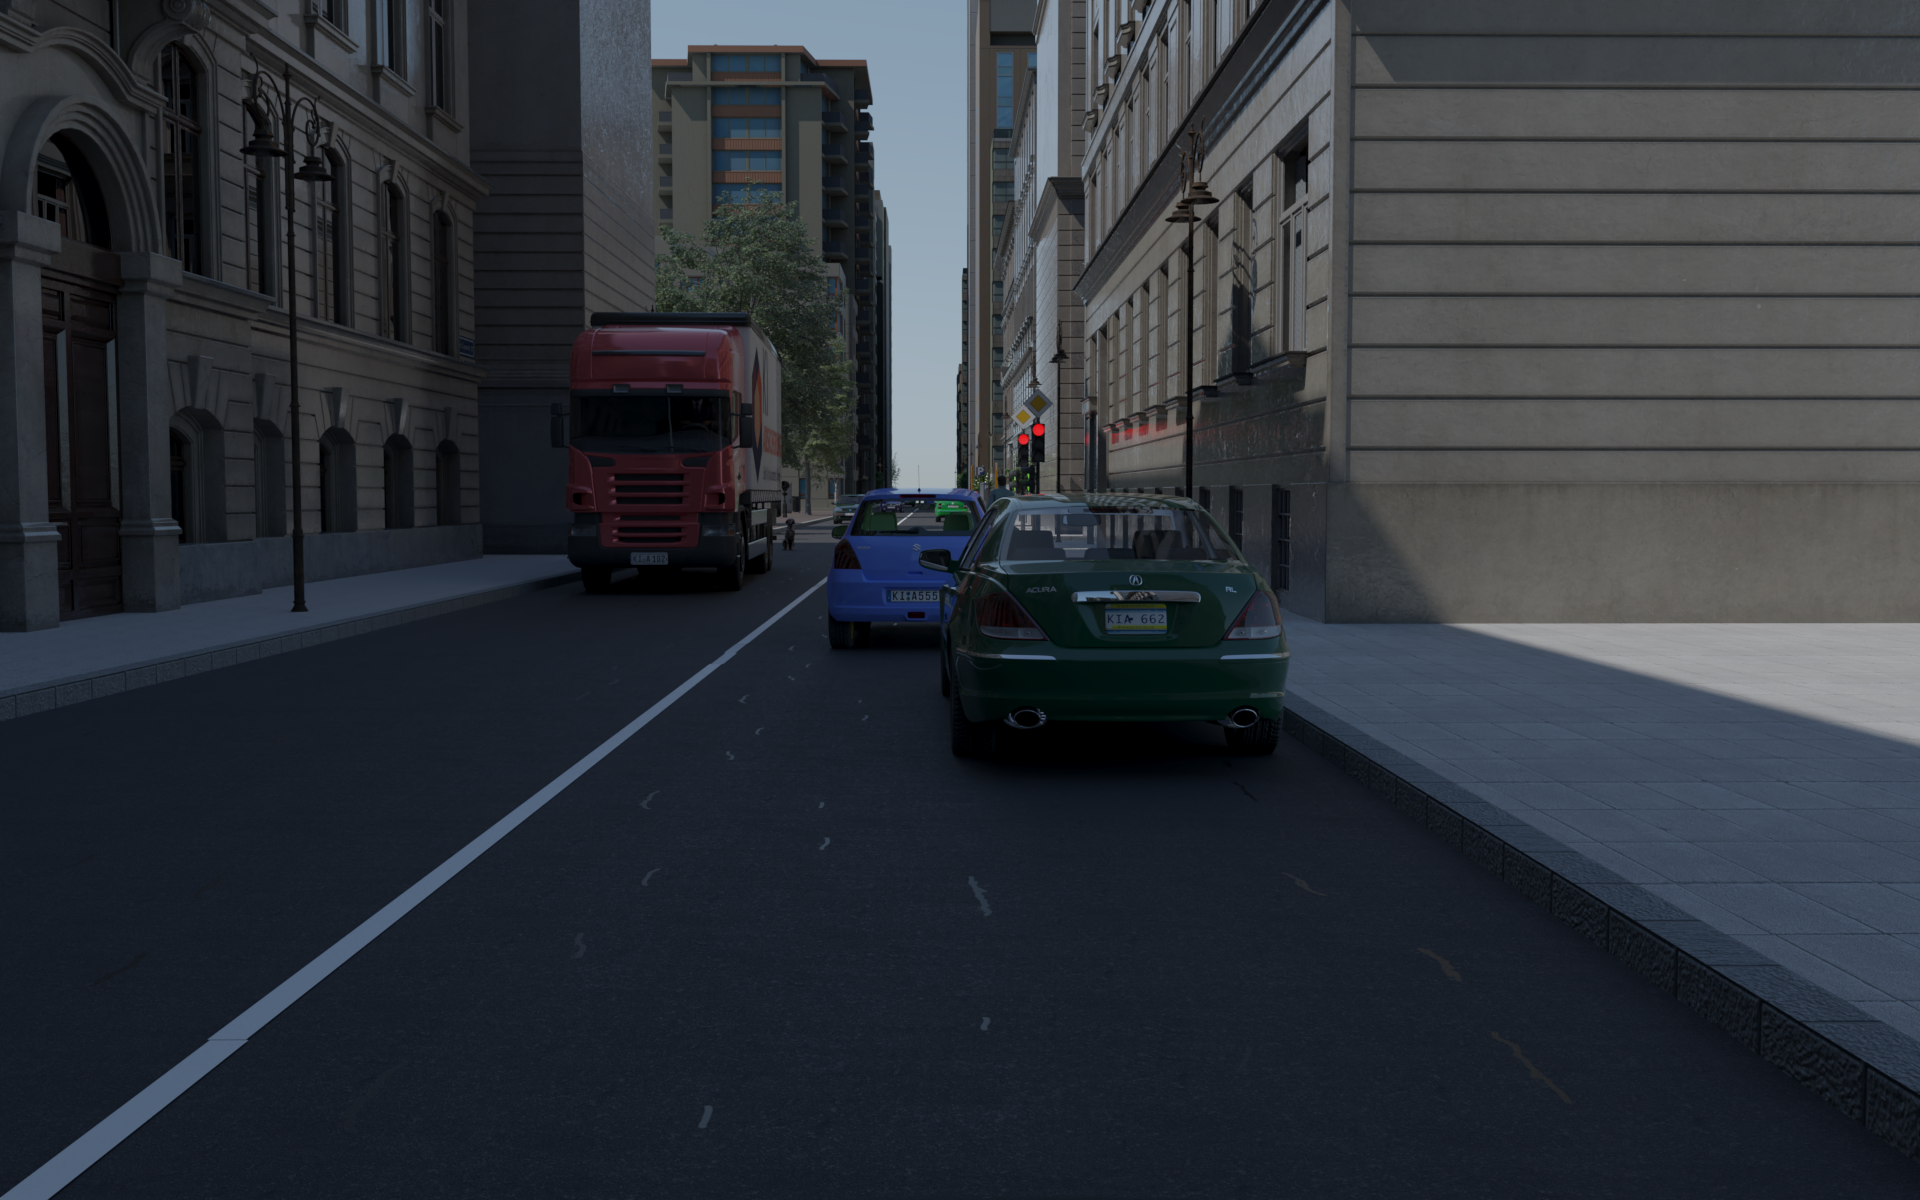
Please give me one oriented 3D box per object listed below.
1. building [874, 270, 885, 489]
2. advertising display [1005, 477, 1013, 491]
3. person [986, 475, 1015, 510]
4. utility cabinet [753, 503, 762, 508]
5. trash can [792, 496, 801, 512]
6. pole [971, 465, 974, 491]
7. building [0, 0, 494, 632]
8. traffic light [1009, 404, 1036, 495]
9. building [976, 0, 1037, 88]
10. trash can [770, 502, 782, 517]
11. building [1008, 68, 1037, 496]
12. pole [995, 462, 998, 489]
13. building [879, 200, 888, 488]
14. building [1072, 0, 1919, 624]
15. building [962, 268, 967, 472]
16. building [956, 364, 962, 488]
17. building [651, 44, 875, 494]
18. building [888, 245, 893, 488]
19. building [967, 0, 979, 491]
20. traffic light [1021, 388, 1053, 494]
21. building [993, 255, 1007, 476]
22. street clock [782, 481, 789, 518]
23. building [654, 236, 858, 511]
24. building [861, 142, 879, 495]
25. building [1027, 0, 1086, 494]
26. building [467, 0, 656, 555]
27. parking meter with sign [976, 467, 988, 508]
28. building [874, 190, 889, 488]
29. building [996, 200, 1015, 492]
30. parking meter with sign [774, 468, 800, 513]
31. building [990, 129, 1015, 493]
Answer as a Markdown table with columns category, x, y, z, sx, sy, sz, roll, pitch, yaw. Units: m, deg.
| category | x | y | z | sx | sy | sz | roll | pitch | yaw |
| --- | --- | --- | --- | --- | --- | --- | --- | --- | --- |
| building | -16.816 | -27.401 | 219.701 | 14.160 | 30.474 | 14.107 | 0 | 4 | -1 |
| advertising display | 1.811 | -3.621 | 64.416 | 0.123 | 1.923 | 0.974 | -1 | 4 | -8 |
| person | 0.853 | -1.670 | 35.821 | 0.660 | 1.820 | 0.620 | -1 | 4 | -22 |
| utility cabinet | -8.316 | -3.612 | 67.728 | 1.173 | 1.500 | 0.318 | -1 | 4 | -9 |
| trash can | -11.559 | -6.770 | 122.346 | 0.748 | 1.137 | 0.748 | 0 | 3 | 0 |
| pole | 0.874 | -7.920 | 123.338 | 0.158 | 3.312 | 0.155 | 0 | 3 | 0 |
| building | -14.455 | -12.096 | 16.862 | 14.460 | 24.649 | 34.723 | 0 | 4 | -1 |
| traffic light | 1.956 | -3.993 | 54.200 | 0.839 | 4.253 | 0.868 | 0 | 4 | -1 |
| building | 8.438 | -30.824 | 154.088 | 14.600 | 45.320 | 14.200 | 0 | 4 | -1 |
| trash can | -10.213 | -5.164 | 96.082 | 0.748 | 1.137 | 0.748 | 0 | 3 | 0 |
| building | 7.484 | -14.106 | 79.786 | 9.793 | 20.994 | 18.267 | 0 | 4 | -1 |
| pole | 2.349 | -7.207 | 111.673 | 0.158 | 3.312 | 0.155 | 0 | 3 | 0 |
| building | -17.473 | -33.660 | 233.940 | 14.154 | 41.232 | 14.086 | 0 | 4 | -1 |
| building | 10.675 | -12.075 | 30.714 | 16.112 | 22.955 | 30.059 | 0 | 4 | -1 |
| building | 7.200 | -27.518 | 221.619 | 14.160 | 30.474 | 14.107 | 0 | 4 | -1 |
| building | 13.472 | -24.403 | 244.021 | 27.650 | 21.520 | 28.899 | 0 | 4 | -1 |
| building | -19.815 | -31.665 | 172.349 | 22.147 | 44.769 | 28.867 | 0 | 4 | -1 |
| building | -18.041 | -36.277 | 276.717 | 14.154 | 41.232 | 14.086 | 0 | 4 | -1 |
| building | 11.195 | -38.788 | 176.190 | 21.231 | 58.520 | 28.212 | 0 | 4 | -1 |
| traffic light | 2.062 | -3.504 | 46.215 | 0.839 | 4.253 | 0.868 | 0 | 4 | -1 |
| building | 8.413 | -17.279 | 118.675 | 11.583 | 22.565 | 21.152 | 0 | 4 | -1 |
| street clock | -9.548 | -5.493 | 94.384 | 0.471 | 2.002 | 0.358 | 1 | 4 | 21 |
| building | -23.001 | -18.292 | 144.107 | 27.650 | 21.520 | 28.899 | 0 | 4 | -1 |
| building | -16.859 | -31.299 | 195.335 | 14.154 | 41.232 | 14.086 | 0 | 4 | -1 |
| building | 15.043 | -16.062 | 59.877 | 25.104 | 27.353 | 12.463 | 0 | 4 | -1 |
| building | -16.785 | -11.705 | 40.529 | 18.267 | 20.994 | 9.793 | 0 | 4 | -1 |
| parking meter with sign | 1.539 | -6.919 | 109.394 | 0.543 | 3.016 | 1.738 | -1 | 4 | -17 |
| building | -17.826 | -37.431 | 262.103 | 14.600 | 45.320 | 14.200 | 0 | 4 | -1 |
| building | 7.621 | -14.310 | 98.588 | 10.561 | 19.102 | 19.286 | 0 | 4 | -1 |
| parking meter with sign | -11.512 | -7.261 | 114.977 | 1.738 | 3.016 | 0.543 | 0 | 4 | -4 |
| building | 9.415 | -22.533 | 140.108 | 14.160 | 30.474 | 14.107 | 0 | 4 | -1 |
